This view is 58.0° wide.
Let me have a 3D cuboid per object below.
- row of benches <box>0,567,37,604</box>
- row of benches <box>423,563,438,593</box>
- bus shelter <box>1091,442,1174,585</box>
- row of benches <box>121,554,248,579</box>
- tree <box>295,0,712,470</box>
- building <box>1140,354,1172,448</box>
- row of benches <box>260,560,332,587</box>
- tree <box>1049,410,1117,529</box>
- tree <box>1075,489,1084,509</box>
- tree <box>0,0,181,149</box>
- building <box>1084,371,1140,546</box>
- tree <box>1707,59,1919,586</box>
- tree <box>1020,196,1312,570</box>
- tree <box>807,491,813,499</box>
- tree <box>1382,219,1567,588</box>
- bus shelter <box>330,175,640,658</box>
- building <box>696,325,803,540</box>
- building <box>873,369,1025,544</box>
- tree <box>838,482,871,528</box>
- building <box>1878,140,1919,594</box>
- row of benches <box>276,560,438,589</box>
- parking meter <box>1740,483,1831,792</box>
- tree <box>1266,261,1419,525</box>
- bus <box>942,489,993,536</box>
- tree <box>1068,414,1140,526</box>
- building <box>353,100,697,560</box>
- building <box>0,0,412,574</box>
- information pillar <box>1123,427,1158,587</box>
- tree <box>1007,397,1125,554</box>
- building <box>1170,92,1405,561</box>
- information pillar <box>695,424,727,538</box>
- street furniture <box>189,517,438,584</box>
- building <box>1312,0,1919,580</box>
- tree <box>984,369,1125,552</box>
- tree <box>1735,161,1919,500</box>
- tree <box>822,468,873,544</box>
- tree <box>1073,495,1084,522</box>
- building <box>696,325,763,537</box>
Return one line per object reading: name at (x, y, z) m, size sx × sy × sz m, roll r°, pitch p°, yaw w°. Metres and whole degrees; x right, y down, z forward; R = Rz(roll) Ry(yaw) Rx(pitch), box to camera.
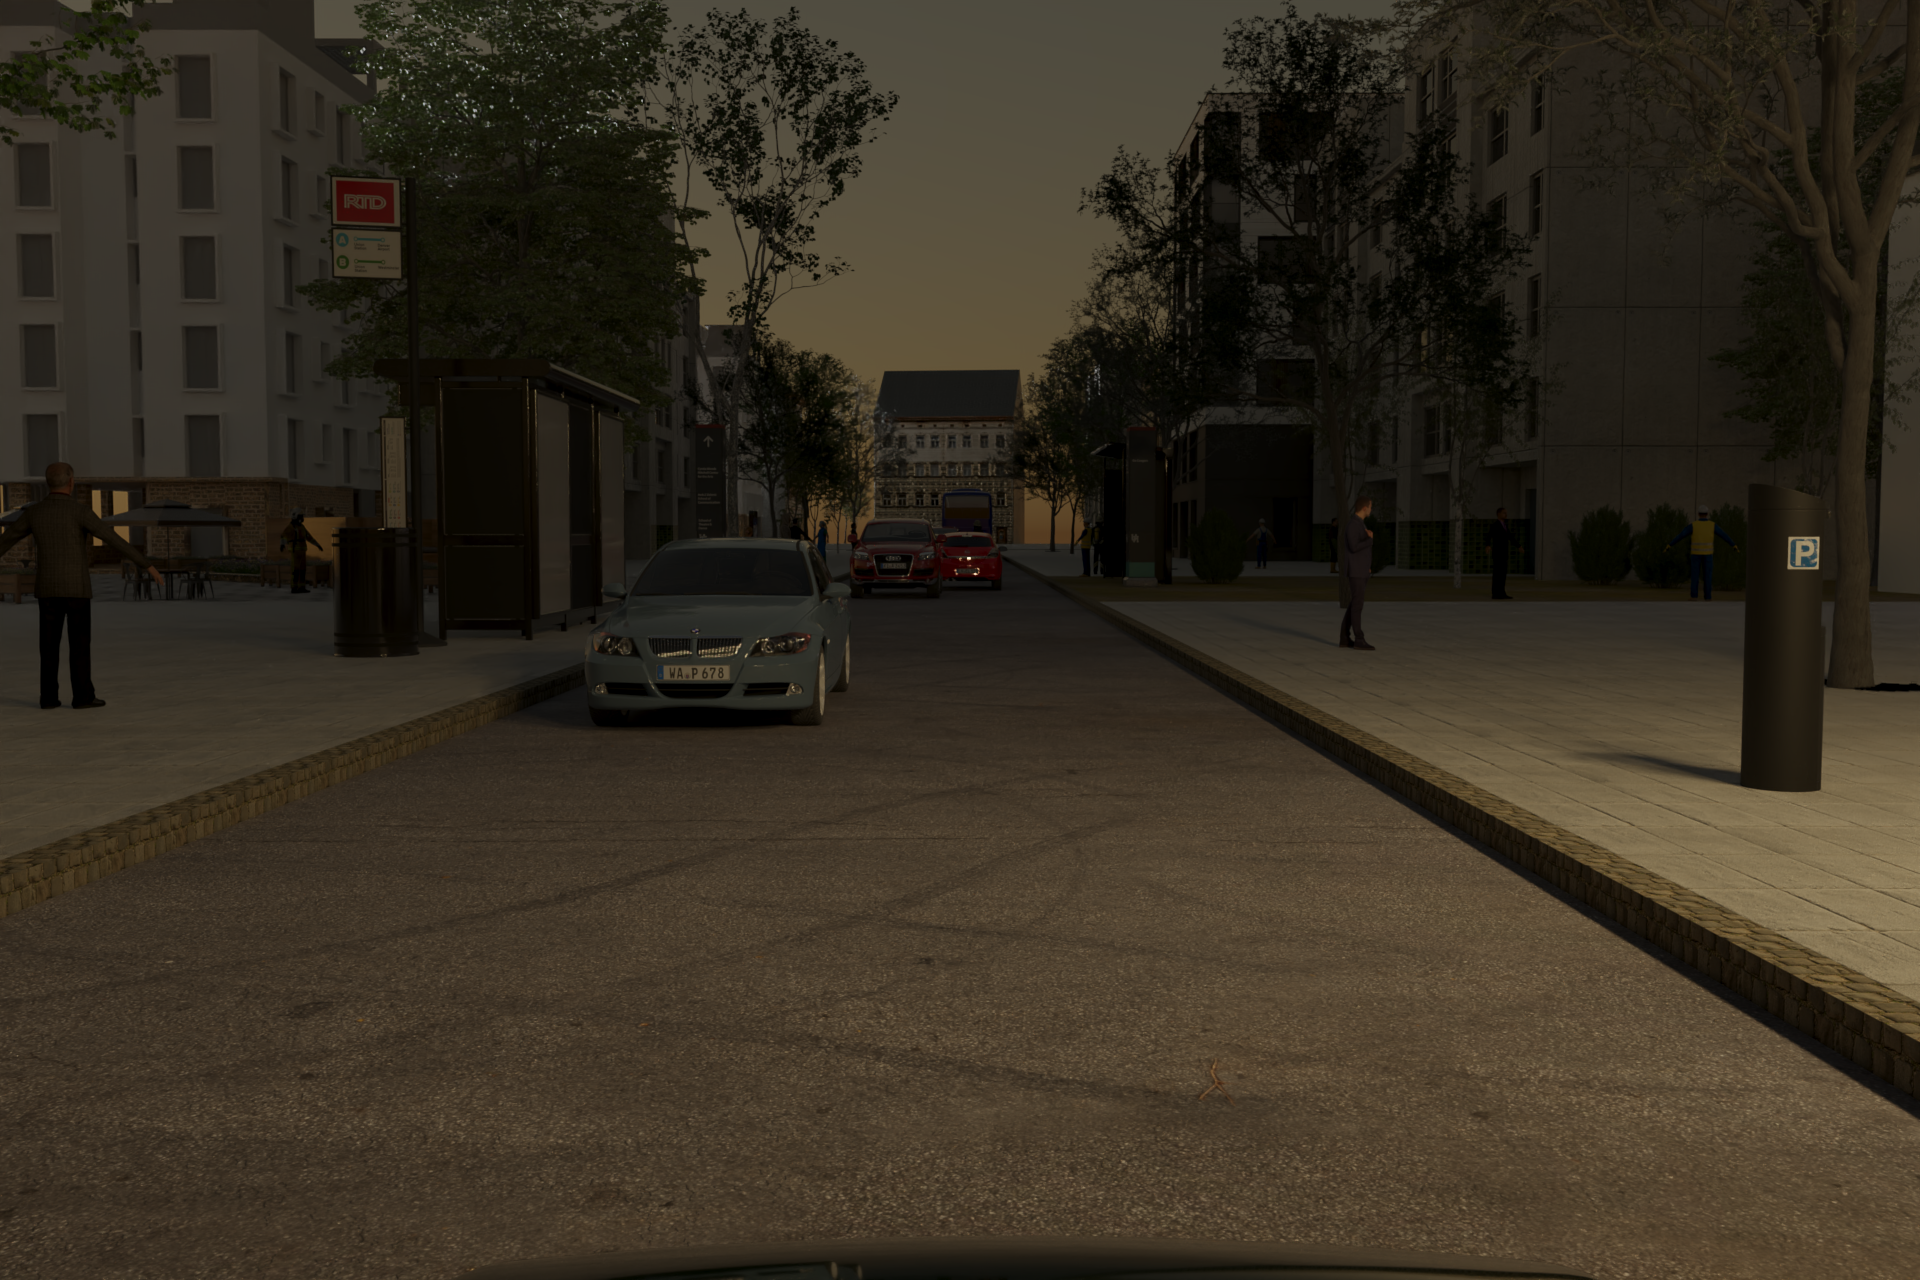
row of benches at (-18.736, -1.068, 32.921) m, size 4.104 × 0.672 × 1.422 m, roll 2°, pitch 4°, yaw 30°
row of benches at (-11.072, -1.325, 37.133) m, size 4.104 × 0.672 × 1.422 m, roll 1°, pitch 4°, yaw 23°
bus shelter at (4.645, -3.413, 47.079) m, size 1.731 × 3.624 × 6.357 m, roll 0°, pitch 3°, yaw 0°
row of benches at (-22.950, -2.208, 51.557) m, size 1.422 × 0.672 × 4.104 m, roll 2°, pitch 4°, yaw 27°
tree at (-8.290, -6.989, 32.390) m, size 7.486 × 12.596 × 7.792 m, roll 0°, pitch 3°, yaw 0°
building at (26.476, -19.950, 157.114) m, size 19.493 × 23.208 × 18.063 m, roll 0°, pitch 4°, yaw 0°
row of benches at (-15.001, -1.659, 42.582) m, size 4.104 × 0.672 × 1.422 m, roll 0°, pitch 4°, yaw -3°
tree at (7.299, -9.118, 99.434) m, size 4.360 × 8.622 × 3.978 m, roll 0°, pitch 3°, yaw 0°
tree at (18.510, -18.202, 223.364) m, size 9.928 × 11.665 × 9.643 m, roll 0°, pitch 3°, yaw 0°
tree at (-8.042, -5.228, 11.240) m, size 9.928 × 11.665 × 9.643 m, roll 0°, pitch 3°, yaw 0°
building at (22.672, -19.466, 184.725) m, size 16.747 × 18.905 × 31.486 m, roll 0°, pitch 4°, yaw 0°
tree at (22.543, -7.616, 42.653) m, size 7.486 × 12.596 × 7.792 m, roll 0°, pitch 3°, yaw 0°
tree at (7.419, -9.286, 62.201) m, size 12.009 × 13.543 × 11.850 m, roll 0°, pitch 3°, yaw 0°
tree at (-21.171, -16.813, 225.258) m, size 4.737 × 8.622 × 4.395 m, roll 0°, pitch 3°, yaw 0°
tree at (11.597, -5.542, 40.970) m, size 4.360 × 8.622 × 3.978 m, roll 0°, pitch 3°, yaw 0°
bus shelter at (-5.963, -2.724, 22.173) m, size 2.179 × 5.291 × 8.768 m, roll 0°, pitch 4°, yaw 0°
building at (-27.289, -21.871, 188.516) m, size 19.493 × 23.208 × 18.063 m, roll 0°, pitch 4°, yaw 0°
building at (-1.079, -24.301, 230.705) m, size 18.063 × 23.208 × 19.493 m, roll 0°, pitch 4°, yaw 6°
tree at (-13.681, -16.699, 223.388) m, size 4.737 × 8.622 × 4.395 m, roll 0°, pitch 3°, yaw 0°
building at (24.856, -5.044, 24.613) m, size 9.099 × 9.664 × 28.070 m, roll 0°, pitch 4°, yaw 0°
row of benches at (-14.174, -1.560, 40.964) m, size 4.104 × 0.672 × 1.422 m, roll 1°, pitch 4°, yaw 13°
parking meter at (4.161, -0.020, 8.739) m, size 0.372 × 1.533 × 0.369 m, roll 0°, pitch 3°, yaw 0°
tree at (10.457, -5.901, 46.849) m, size 4.360 × 8.622 × 3.978 m, roll 0°, pitch 3°, yaw 0°
bus at (0.392, -6.193, 92.794) m, size 2.896 × 3.916 × 12.251 m, roll 0°, pitch 4°, yaw 0°
tree at (7.227, -8.555, 90.233) m, size 4.360 × 8.622 × 3.978 m, roll 0°, pitch 3°, yaw 0°
building at (-23.924, -13.465, 86.608) m, size 16.747 × 18.905 × 31.486 m, roll 0°, pitch 3°, yaw 0°
building at (-26.928, -12.261, 56.883) m, size 16.016 × 20.090 × 11.380 m, roll 0°, pitch 3°, yaw 0°
information pillar at (4.390, -3.226, 42.119) m, size 0.750 × 3.857 × 0.750 m, roll 0°, pitch 4°, yaw -2°
tree at (7.141, -10.772, 110.535) m, size 8.767 × 10.594 × 7.601 m, roll 0°, pitch 4°, yaw 4°
building at (25.522, -15.461, 96.755) m, size 27.936 × 21.610 × 32.646 m, roll 0°, pitch 4°, yaw 0°
information pillar at (-5.909, -3.166, 41.141) m, size 0.750 × 3.857 × 0.750 m, roll 0°, pitch 3°, yaw 0°
street furniture at (-17.758, -2.559, 48.697) m, size 11.010 × 1.723 × 9.812 m, roll -3°, pitch 5°, yaw -44°
building at (24.497, -12.034, 63.213) m, size 16.747 × 18.905 × 31.486 m, roll 0°, pitch 4°, yaw 0°
tree at (6.853, -13.117, 124.840) m, size 12.009 × 13.543 × 11.850 m, roll 0°, pitch 3°, yaw 0°
tree at (16.600, -5.109, 33.900) m, size 4.360 × 8.622 × 3.978 m, roll 0°, pitch 3°, yaw 0°
tree at (-14.984, -18.100, 230.351) m, size 7.601 × 10.594 × 8.767 m, roll 1°, pitch 4°, yaw 8°
tree at (17.080, -17.162, 230.962) m, size 4.737 × 8.622 × 4.395 m, roll 0°, pitch 3°, yaw 0°
building at (-24.426, -18.427, 157.707) m, size 16.016 × 20.090 × 11.380 m, roll 0°, pitch 3°, yaw 0°
